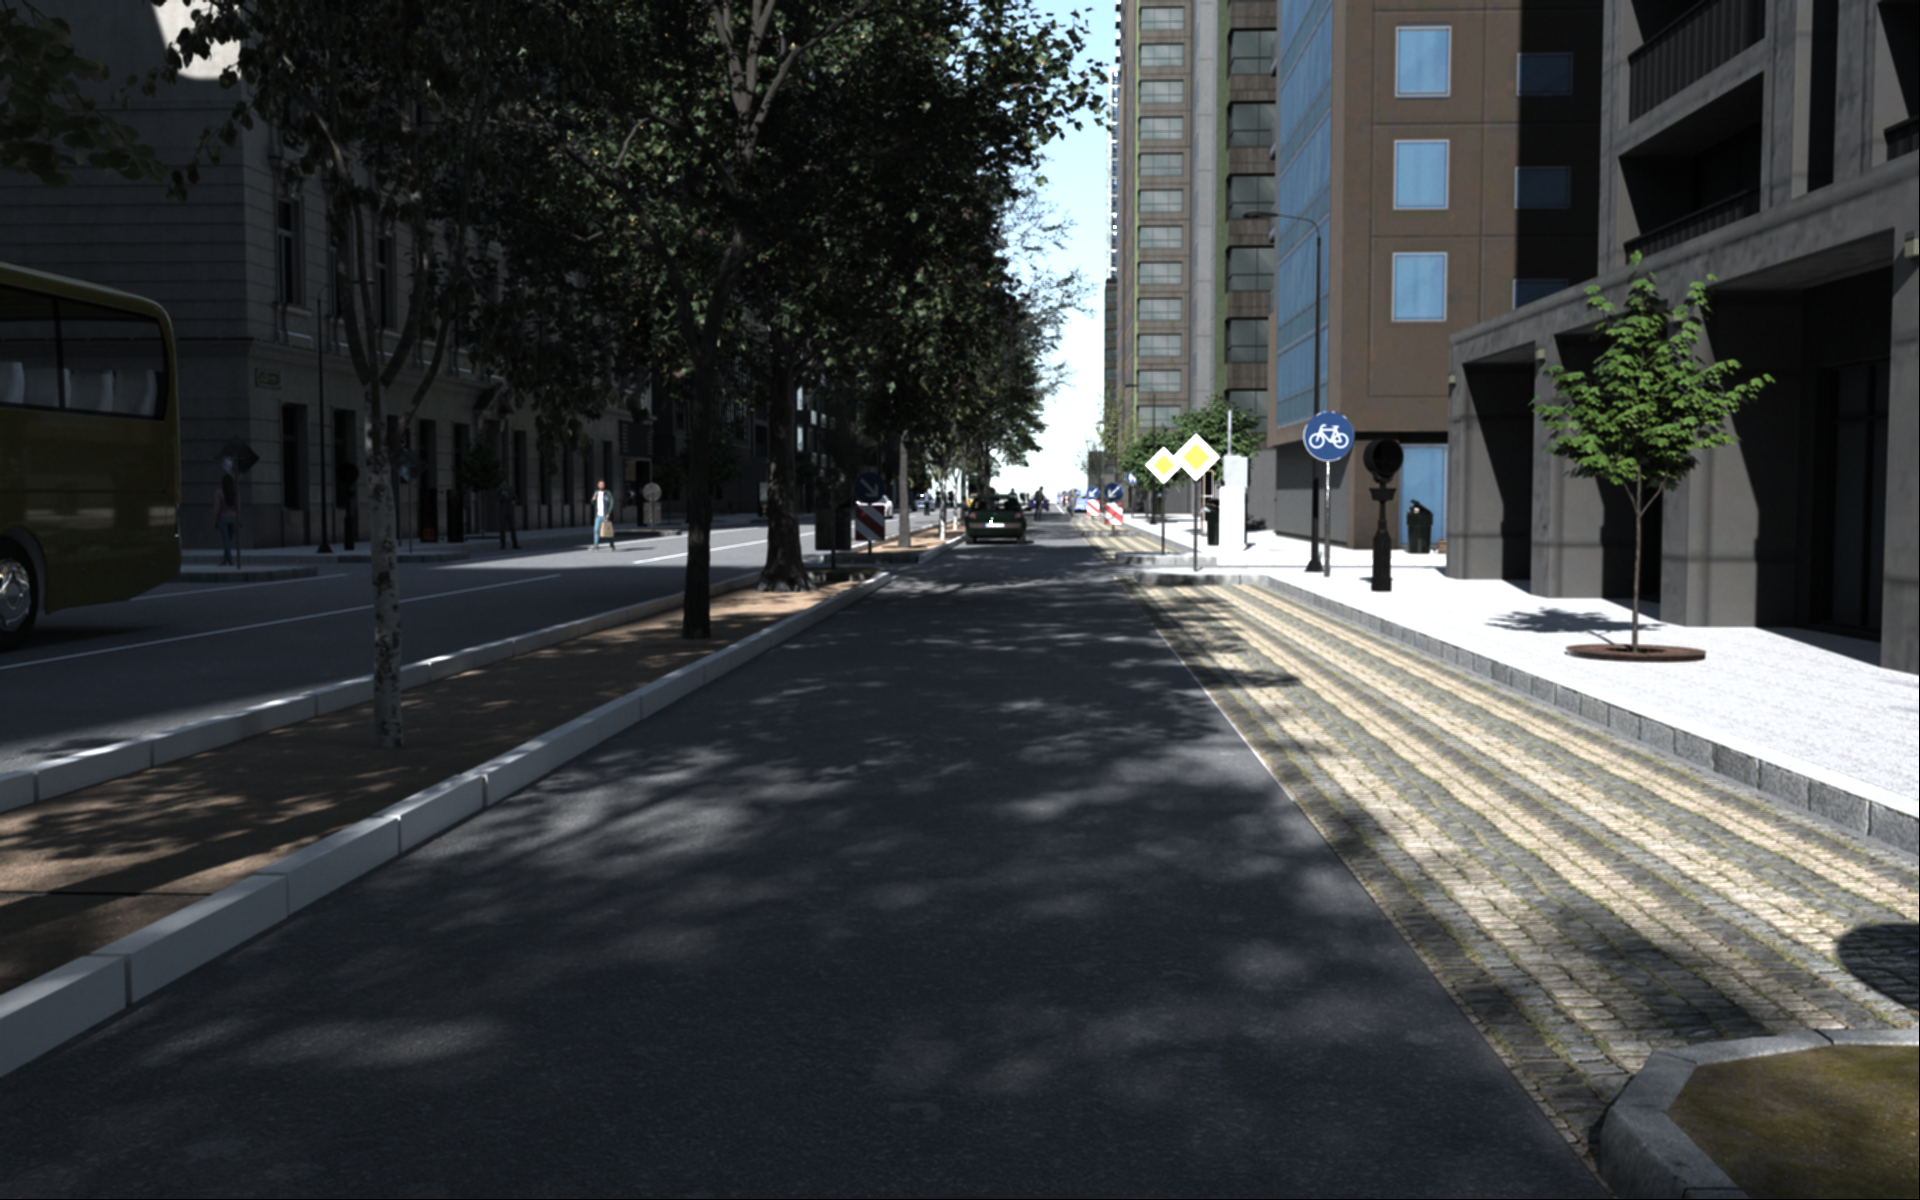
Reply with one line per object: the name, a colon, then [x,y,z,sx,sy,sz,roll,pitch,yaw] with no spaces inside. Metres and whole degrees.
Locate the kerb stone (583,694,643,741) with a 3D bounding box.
kerb stone: [-2.111,0.716,10.482,0.120,0.150,1.000,0,4,3]

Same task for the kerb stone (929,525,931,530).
kerb stone: [-1.321,-2.767,67.434,0.120,0.150,1.000,0,4,3]

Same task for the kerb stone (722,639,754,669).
kerb stone: [-1.899,0.471,14.581,0.120,0.150,1.000,0,4,3]

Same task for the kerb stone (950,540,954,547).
kerb stone: [-0.317,-1.444,45.835,0.120,0.150,1.000,0,4,3]

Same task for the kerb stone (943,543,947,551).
kerb stone: [-0.468,-1.258,42.768,0.120,0.150,1.000,0,4,3]

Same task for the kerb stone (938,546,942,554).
kerb stone: [-0.581,-1.132,40.708,0.120,0.150,1.000,0,4,3]

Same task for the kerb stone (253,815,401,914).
kerb stone: [-2.318,0.970,6.388,0.120,0.150,1.000,0,4,3]

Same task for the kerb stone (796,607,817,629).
kerb stone: [-1.693,0.215,18.692,0.120,0.150,1.000,0,4,3]

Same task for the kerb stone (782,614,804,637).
kerb stone: [-1.743,0.277,17.661,0.120,0.150,1.000,0,4,3]

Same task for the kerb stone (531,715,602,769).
kerb stone: [-2.158,0.779,9.461,0.120,0.150,1.000,0,4,3]

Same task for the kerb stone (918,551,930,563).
kerb stone: [-0.783,-0.882,36.609,0.120,0.150,1.000,0,4,3]

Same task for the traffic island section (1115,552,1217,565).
traffic island section: [4.318,-0.879,36.659,2.009,0.180,2.903,0,4,3]

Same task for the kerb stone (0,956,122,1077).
kerb stone: [-2.412,1.098,4.332,0.120,0.150,1.000,0,4,3]

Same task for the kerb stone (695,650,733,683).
kerb stone: [-1.952,0.528,13.555,0.120,0.150,1.000,0,4,3]

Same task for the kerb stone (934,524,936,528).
kerb stone: [-1.177,-2.954,70.498,0.120,0.150,1.000,0,4,3]

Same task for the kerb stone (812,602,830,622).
kerb stone: [-1.635,0.153,19.713,0.120,0.150,1.000,0,4,3]

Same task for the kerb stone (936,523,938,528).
kerb stone: [-1.121,-3.015,71.518,0.120,0.150,1.000,0,4,3]

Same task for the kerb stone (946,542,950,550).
kerb stone: [-0.417,-1.319,43.788,0.120,0.150,1.000,0,4,3]

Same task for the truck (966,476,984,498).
truck: [2.477,-16.464,258.099,2.839,4.237,11.283,0,4,1]

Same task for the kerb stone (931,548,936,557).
kerb stone: [-0.686,-1.003,38.667,0.120,0.150,1.000,0,4,3]

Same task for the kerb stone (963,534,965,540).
kerb stone: [-0.011,-1.821,51.983,0.120,0.150,1.000,0,4,3]

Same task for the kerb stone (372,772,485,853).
kerb stone: [-2.267,0.904,7.416,0.120,0.150,1.000,0,4,3]

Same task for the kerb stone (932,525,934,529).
kerb stone: [-1.222,-2.884,69.476,0.120,0.150,1.000,0,4,3]

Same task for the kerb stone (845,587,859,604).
kerb stone: [-1.482,-0.036,22.787,0.120,0.150,1.000,0,4,3]

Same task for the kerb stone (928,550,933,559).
kerb stone: [-0.730,-0.945,37.643,0.120,0.150,1.000,0,4,3]

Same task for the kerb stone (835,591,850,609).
kerb stone: [-1.533,0.027,21.761,0.120,0.150,1.000,0,4,3]

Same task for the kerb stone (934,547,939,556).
kerb stone: [-0.634,-1.070,39.687,0.120,0.150,1.000,0,4,3]

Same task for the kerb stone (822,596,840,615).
kerb stone: [-1.588,0.090,20.734,0.120,0.150,1.000,0,4,3]

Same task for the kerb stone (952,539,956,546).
kerb stone: [-0.270,-1.508,46.859,0.120,0.150,1.000,0,4,3]

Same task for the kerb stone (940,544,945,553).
kerb stone: [-0.520,-1.195,41.737,0.120,0.150,1.000,0,4,3]

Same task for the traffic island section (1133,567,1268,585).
traffic island section: [3.915,-0.392,28.684,2.009,0.180,2.903,0,4,3]

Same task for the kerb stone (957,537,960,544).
kerb stone: [-0.164,-1.633,48.900,0.120,0.150,1.000,0,4,3]

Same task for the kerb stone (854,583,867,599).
kerb stone: [-1.429,-0.094,23.808,0.120,0.150,1.000,0,4,3]

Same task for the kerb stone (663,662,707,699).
kerb stone: [-2.010,0.591,12.526,0.120,0.150,1.000,0,4,3]

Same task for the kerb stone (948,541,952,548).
kerb stone: [-0.367,-1.383,44.814,0.120,0.150,1.000,0,4,3]

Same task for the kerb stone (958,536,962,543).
kerb stone: [-0.109,-1.695,49.929,0.120,0.150,1.000,0,4,3]

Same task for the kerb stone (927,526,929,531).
kerb stone: [-1.378,-2.705,66.414,0.120,0.150,1.000,0,4,3]

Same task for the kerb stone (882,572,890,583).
kerb stone: [-1.234,-0.347,27.902,0.120,0.150,1.000,0,4,3]

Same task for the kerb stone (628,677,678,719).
kerb stone: [-2.054,0.654,11.503,0.120,0.150,1.000,0,4,3]

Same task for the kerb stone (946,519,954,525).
kerb stone: [-0.504,-3.764,83.786,0.120,0.150,1.000,0,4,3]

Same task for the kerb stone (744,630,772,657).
kerb stone: [-1.855,0.406,15.612,0.120,0.150,1.000,0,4,3]

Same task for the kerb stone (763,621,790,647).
kerb stone: [-1.794,0.341,16.640,0.120,0.150,1.000,0,4,3]

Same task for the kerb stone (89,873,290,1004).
kerb stone: [-2.362,1.038,5.367,0.120,0.150,1.000,0,4,3]

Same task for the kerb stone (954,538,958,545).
kerb stone: [-0.207,-1.570,47.879,0.120,0.150,1.000,0,4,3]

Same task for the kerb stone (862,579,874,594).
kerb stone: [-1.380,-0.158,24.829,0.120,0.150,1.000,0,4,3]

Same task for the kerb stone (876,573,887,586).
kerb stone: [-1.276,-0.287,26.881,0.120,0.150,1.000,0,4,3]

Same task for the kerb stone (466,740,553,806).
kerb stone: [-2.201,0.841,8.440,0.120,0.150,1.000,0,4,3]

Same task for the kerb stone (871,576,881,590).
kerb stone: [-1.327,-0.217,25.850,0.120,0.150,1.000,0,4,3]

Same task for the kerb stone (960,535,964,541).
kerb stone: [-0.054,-1.752,50.957,0.120,0.150,1.000,0,4,3]
